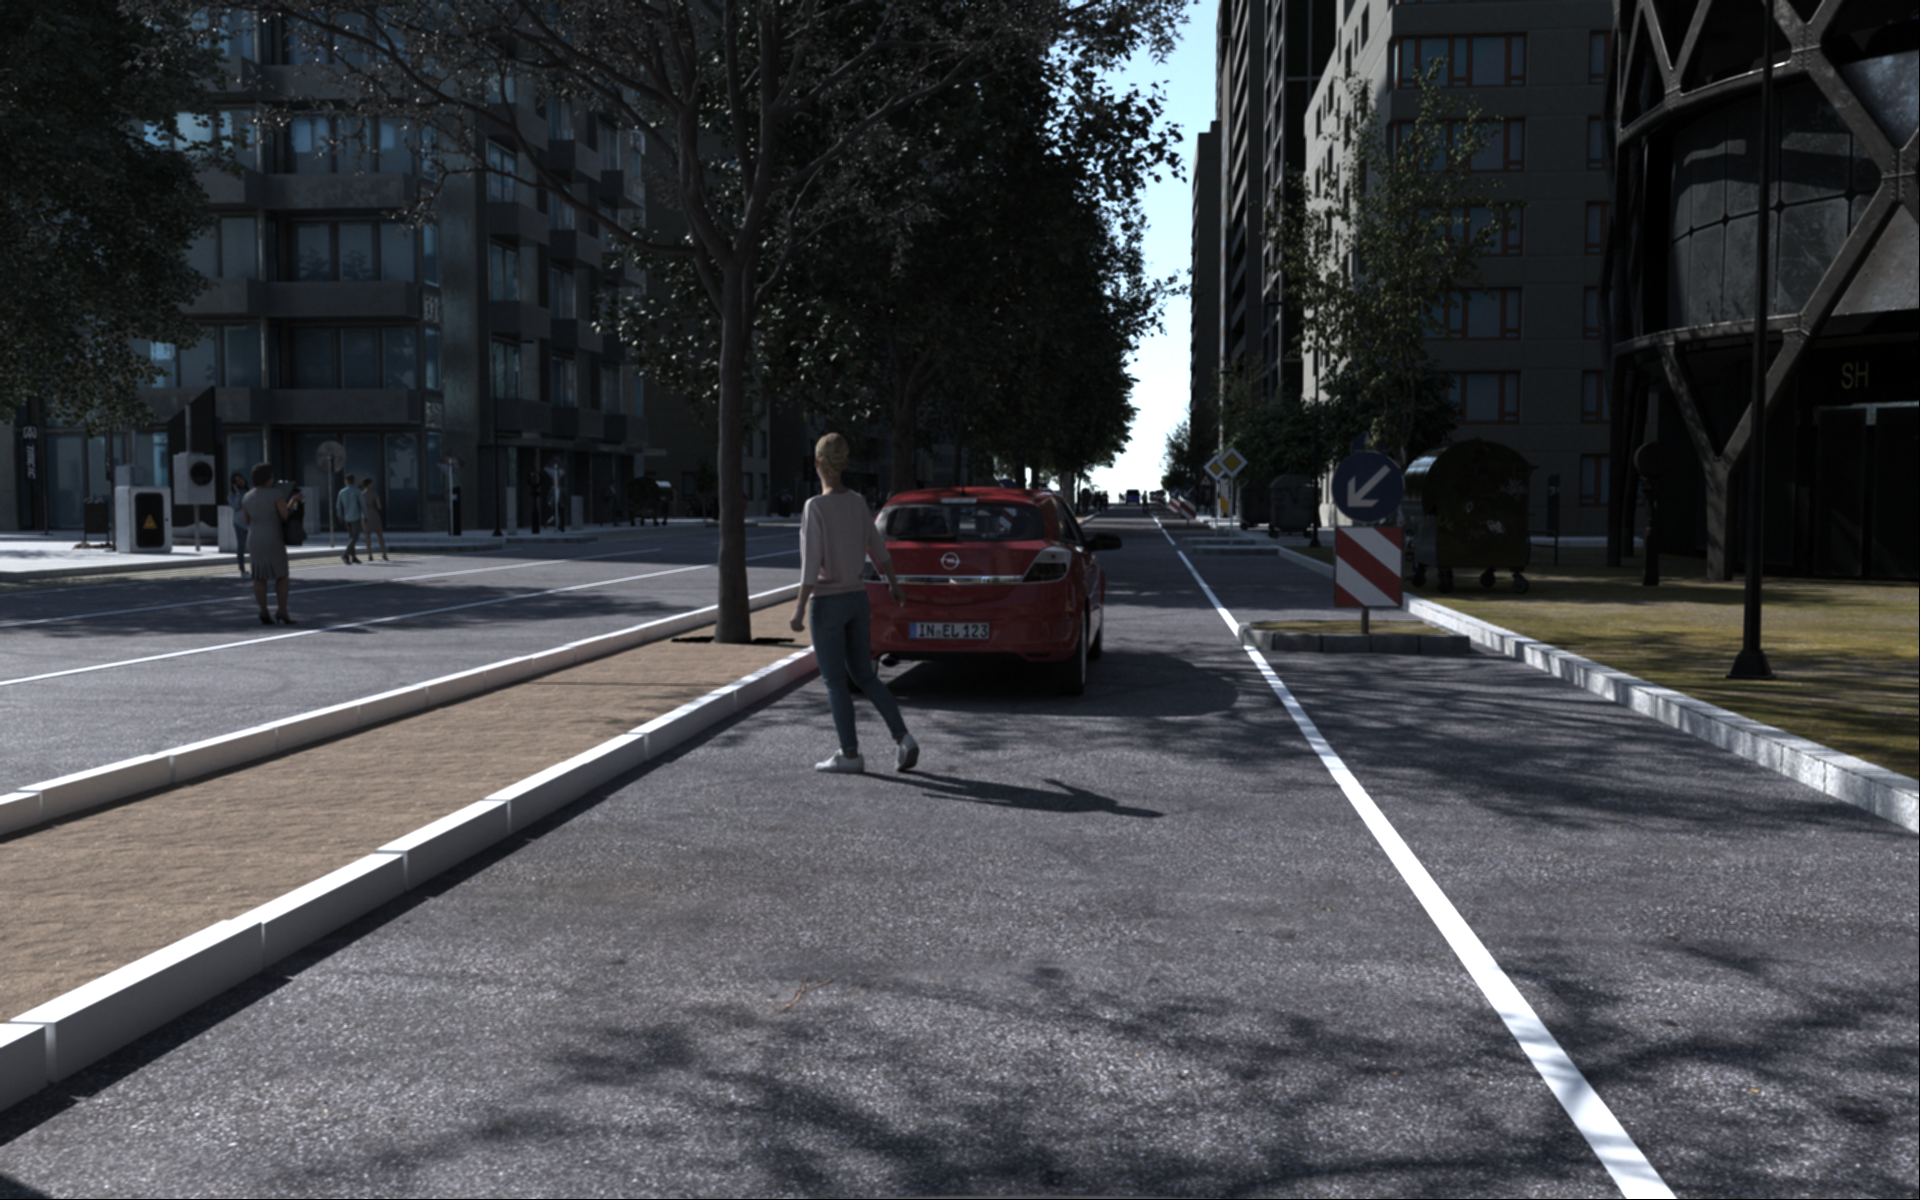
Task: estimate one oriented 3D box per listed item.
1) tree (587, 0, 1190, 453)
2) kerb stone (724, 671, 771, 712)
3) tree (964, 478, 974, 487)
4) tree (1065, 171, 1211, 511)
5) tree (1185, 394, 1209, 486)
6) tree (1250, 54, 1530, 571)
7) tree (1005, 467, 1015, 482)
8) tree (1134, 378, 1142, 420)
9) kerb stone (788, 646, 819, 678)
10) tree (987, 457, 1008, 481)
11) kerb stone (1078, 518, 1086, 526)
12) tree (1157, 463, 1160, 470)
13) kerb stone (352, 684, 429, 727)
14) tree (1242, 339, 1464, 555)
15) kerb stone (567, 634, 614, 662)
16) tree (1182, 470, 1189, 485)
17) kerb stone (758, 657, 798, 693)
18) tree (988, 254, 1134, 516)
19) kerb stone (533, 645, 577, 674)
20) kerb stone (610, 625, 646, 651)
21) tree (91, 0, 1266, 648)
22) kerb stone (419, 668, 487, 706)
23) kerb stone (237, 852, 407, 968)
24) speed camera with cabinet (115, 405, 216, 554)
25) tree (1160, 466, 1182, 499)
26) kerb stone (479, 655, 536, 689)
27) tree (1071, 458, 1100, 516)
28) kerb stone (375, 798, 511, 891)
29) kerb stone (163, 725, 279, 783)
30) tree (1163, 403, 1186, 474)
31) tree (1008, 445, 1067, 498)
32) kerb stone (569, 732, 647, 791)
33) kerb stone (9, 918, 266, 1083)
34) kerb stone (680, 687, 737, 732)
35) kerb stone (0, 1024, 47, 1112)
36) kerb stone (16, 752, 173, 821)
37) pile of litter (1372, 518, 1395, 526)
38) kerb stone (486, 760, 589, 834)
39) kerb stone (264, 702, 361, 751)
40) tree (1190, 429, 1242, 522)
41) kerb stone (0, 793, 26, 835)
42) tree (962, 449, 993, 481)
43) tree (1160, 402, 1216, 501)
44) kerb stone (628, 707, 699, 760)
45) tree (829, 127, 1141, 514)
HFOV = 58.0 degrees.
[{"bbox_3d":[-0.983,-6.718,29.299,9.611,12.733,9.660,0,3,0],"label":"tree"},{"bbox_3d":[-1.478,0.632,11.866,0.120,0.150,1.000,0,4,6],"label":"kerb stone"},{"bbox_3d":[1.033,-12.723,202.619,1.663,3.219,1.824,0,3,0],"label":"tree"},{"bbox_3d":[7.315,-14.638,97.669,12.611,20.169,13.585,0,3,0],"label":"tree"},{"bbox_3d":[14.241,-8.367,87.164,4.737,8.622,4.395,0,3,0],"label":"tree"},{"bbox_3d":[7.148,-4.797,28.801,4.737,8.622,4.395,0,3,0],"label":"tree"},{"bbox_3d":[8.612,-20.257,281.571,4.360,8.622,3.978,0,3,0],"label":"tree"},{"bbox_3d":[5.319,-10.235,87.923,7.486,12.596,7.792,0,3,0],"label":"tree"},{"bbox_3d":[-1.277,0.507,13.907,0.120,0.150,1.000,0,4,6],"label":"kerb stone"},{"bbox_3d":[5.427,-17.969,244.147,4.737,8.622,4.395,0,3,0],"label":"tree"},{"bbox_3d":[5.978,-3.828,84.780,0.120,0.150,1.000,0,4,6],"label":"kerb stone"},{"bbox_3d":[21.007,-12.791,159.491,4.360,8.622,3.978,0,3,0],"label":"tree"},{"bbox_3d":[-3.674,0.683,11.072,0.120,0.150,1.000,0,4,6],"label":"kerb stone"},{"bbox_3d":[8.972,-3.243,36.738,4.285,4.588,4.351,0,3,0],"label":"tree"},{"bbox_3d":[-3.256,0.431,15.145,0.120,0.150,1.000,0,4,6],"label":"kerb stone"},{"bbox_3d":[13.393,-5.857,79.481,4.285,4.588,4.351,0,3,0],"label":"tree"},{"bbox_3d":[-1.380,0.569,12.890,0.120,0.150,1.000,0,4,6],"label":"kerb stone"},{"bbox_3d":[3.257,-9.331,73.142,7.486,12.596,7.792,0,3,0],"label":"tree"},{"bbox_3d":[-3.362,0.503,14.129,0.120,0.150,1.000,0,4,6],"label":"kerb stone"},{"bbox_3d":[-3.154,0.375,16.163,0.120,0.150,1.000,0,4,6],"label":"kerb stone"},{"bbox_3d":[-2.201,-6.335,16.406,12.009,13.543,11.850,0,3,0],"label":"tree"},{"bbox_3d":[-3.565,0.618,12.090,0.120,0.150,1.000,0,4,6],"label":"kerb stone"},{"bbox_3d":[-2.108,1.020,5.732,0.120,0.150,1.000,0,4,6],"label":"kerb stone"},{"bbox_3d":[-17.440,-2.672,38.026,0.660,3.252,2.038,2,4,34],"label":"speed camera with cabinet"},{"bbox_3d":[24.556,-12.887,194.418,4.285,4.588,4.351,0,3,0],"label":"tree"},{"bbox_3d":[-3.463,0.556,13.107,0.120,0.150,1.000,0,4,6],"label":"kerb stone"},{"bbox_3d":[7.045,-9.409,106.663,4.360,8.622,3.978,0,3,0],"label":"tree"},{"bbox_3d":[-2.002,0.947,6.752,0.120,0.150,1.000,0,4,6],"label":"kerb stone"},{"bbox_3d":[-3.873,0.806,9.037,0.120,0.150,1.000,0,4,6],"label":"kerb stone"},{"bbox_3d":[17.863,-11.103,131.892,4.737,8.622,4.395,0,3,0],"label":"tree"},{"bbox_3d":[4.737,-7.818,80.645,4.737,8.622,4.395,0,3,0],"label":"tree"},{"bbox_3d":[-1.802,0.827,8.798,0.120,0.150,1.000,0,4,6],"label":"kerb stone"},{"bbox_3d":[-2.207,1.069,4.713,0.120,0.150,1.000,0,4,6],"label":"kerb stone"},{"bbox_3d":[-1.588,0.694,10.847,0.120,0.150,1.000,0,4,6],"label":"kerb stone"},{"bbox_3d":[-2.318,1.132,3.693,0.120,0.150,1.000,0,4,6],"label":"kerb stone"},{"bbox_3d":[-3.994,0.868,8.022,0.120,0.150,1.000,0,4,6],"label":"kerb stone"},{"bbox_3d":[7.495,-1.083,31.678,1.176,0.858,1.719,0,4,6],"label":"pile of litter"},{"bbox_3d":[-1.897,0.882,7.780,0.120,0.150,1.000,0,4,6],"label":"kerb stone"},{"bbox_3d":[-3.774,0.743,10.055,0.120,0.150,1.000,0,4,6],"label":"kerb stone"},{"bbox_3d":[10.215,-4.250,53.207,4.285,4.588,4.351,0,3,0],"label":"tree"},{"bbox_3d":[-4.085,0.941,6.995,0.120,0.150,1.000,0,4,6],"label":"kerb stone"},{"bbox_3d":[2.376,-16.175,214.817,4.360,8.622,3.978,0,3,0],"label":"tree"},{"bbox_3d":[18.498,-11.460,137.741,4.360,8.622,3.978,0,3,0],"label":"tree"},{"bbox_3d":[-1.683,0.757,9.821,0.120,0.150,1.000,0,4,6],"label":"kerb stone"},{"bbox_3d":[-0.206,-6.238,38.865,8.767,10.594,7.601,0,4,6],"label":"tree"}]
